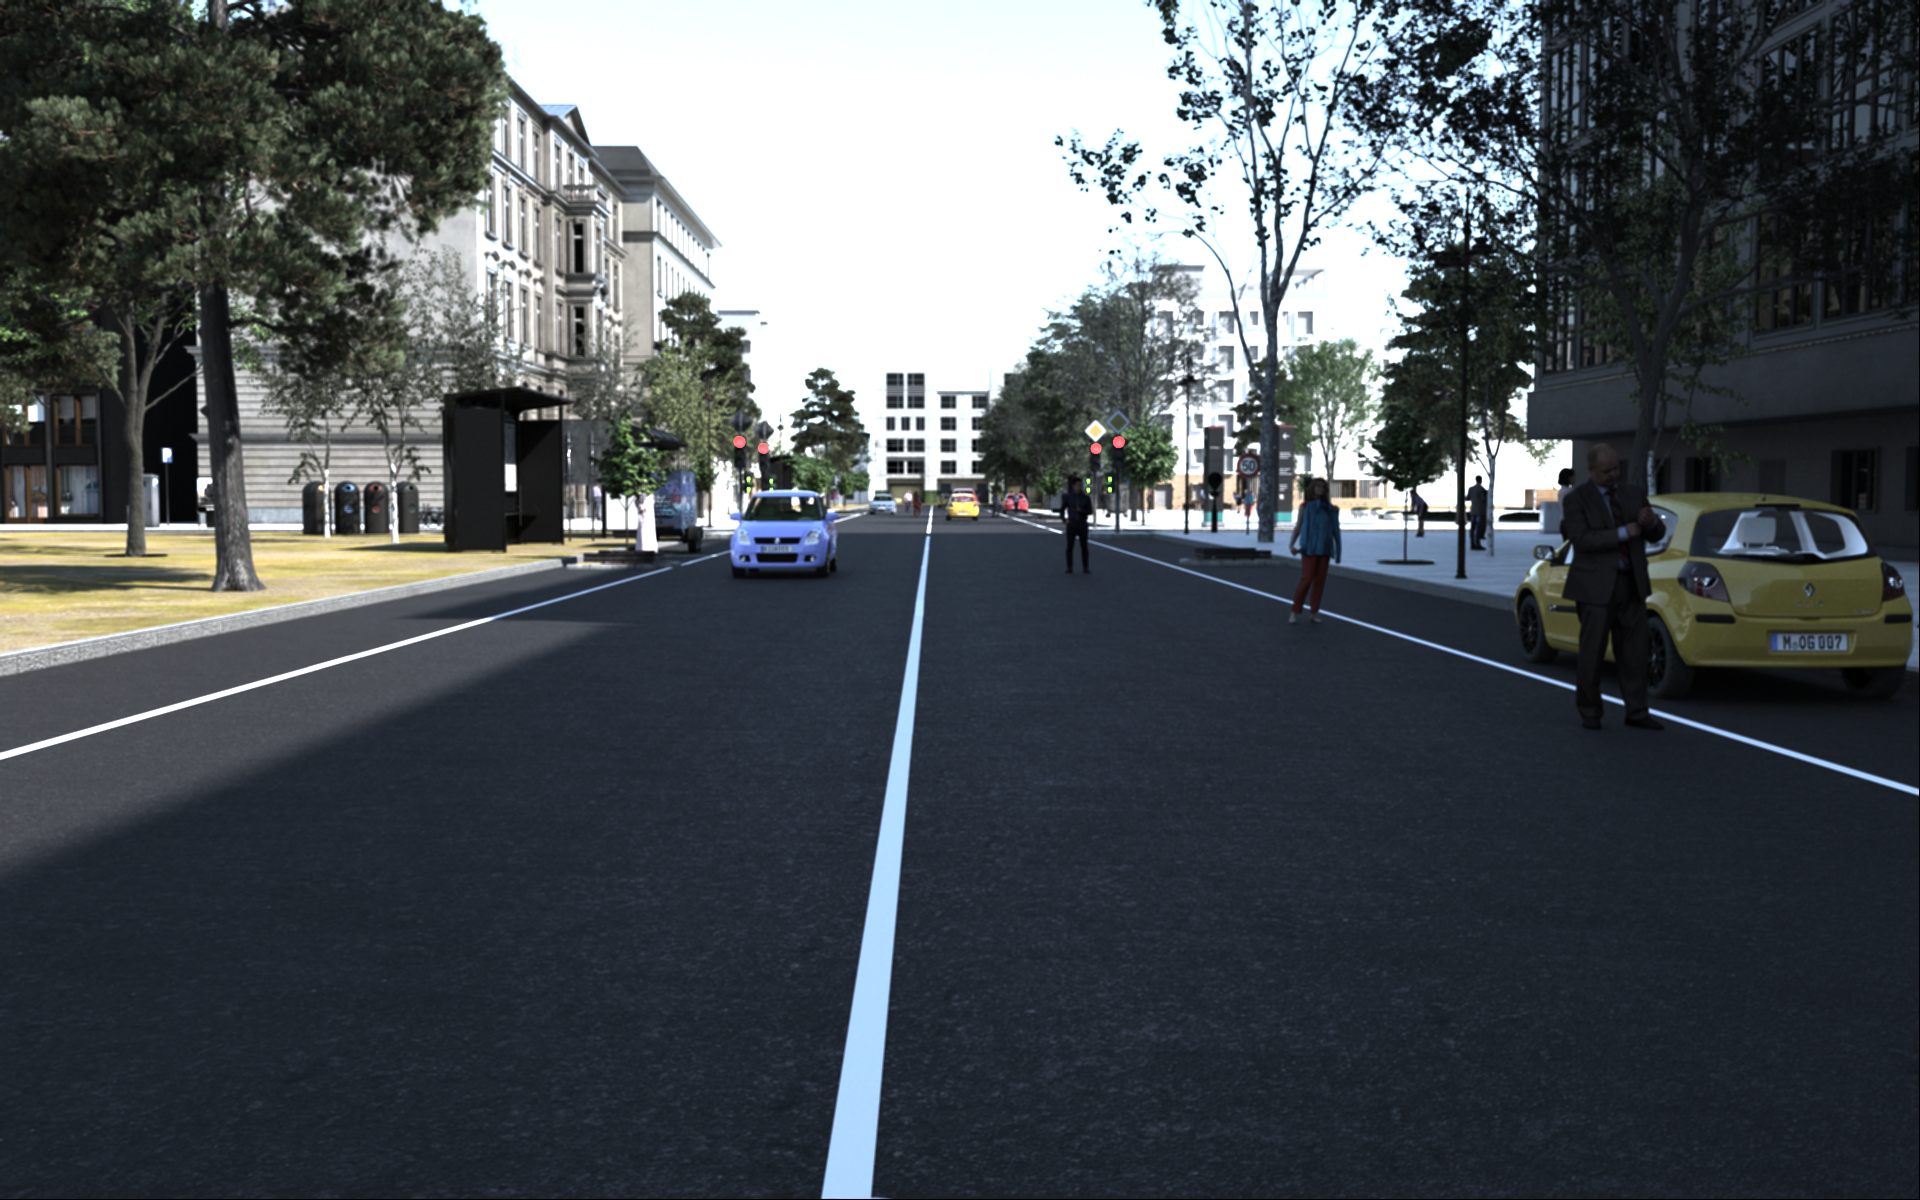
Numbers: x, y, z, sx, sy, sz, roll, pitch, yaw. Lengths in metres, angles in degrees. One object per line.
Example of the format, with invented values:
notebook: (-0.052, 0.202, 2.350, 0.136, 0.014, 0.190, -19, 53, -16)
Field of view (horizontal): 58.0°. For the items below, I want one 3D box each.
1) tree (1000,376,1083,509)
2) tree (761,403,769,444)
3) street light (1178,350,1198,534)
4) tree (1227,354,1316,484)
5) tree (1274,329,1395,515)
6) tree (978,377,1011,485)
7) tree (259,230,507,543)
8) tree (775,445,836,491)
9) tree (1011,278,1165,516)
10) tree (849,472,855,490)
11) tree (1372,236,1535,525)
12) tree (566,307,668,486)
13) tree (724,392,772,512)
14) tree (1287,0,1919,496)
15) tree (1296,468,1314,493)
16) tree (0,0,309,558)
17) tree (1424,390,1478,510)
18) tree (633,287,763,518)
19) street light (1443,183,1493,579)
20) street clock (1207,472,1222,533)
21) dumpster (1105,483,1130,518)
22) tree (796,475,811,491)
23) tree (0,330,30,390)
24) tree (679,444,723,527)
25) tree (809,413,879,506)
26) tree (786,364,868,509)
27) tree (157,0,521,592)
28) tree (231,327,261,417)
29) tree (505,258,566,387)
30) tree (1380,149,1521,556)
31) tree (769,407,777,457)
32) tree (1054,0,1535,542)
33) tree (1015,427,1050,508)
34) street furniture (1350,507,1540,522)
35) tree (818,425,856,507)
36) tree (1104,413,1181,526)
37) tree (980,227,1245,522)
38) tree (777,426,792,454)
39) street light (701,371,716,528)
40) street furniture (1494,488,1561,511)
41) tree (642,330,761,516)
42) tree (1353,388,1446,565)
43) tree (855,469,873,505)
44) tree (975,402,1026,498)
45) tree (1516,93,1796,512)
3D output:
tree: (7.158, -13.532, 147.001, 9.928, 11.665, 9.643, 0, 3, 0)
tree: (-14.743, -9.337, 103.025, 4.737, 8.622, 4.395, 0, 3, 0)
street light: (7.288, -5.061, 55.541, 0.468, 5.910, 1.993, 0, 4, -1)
tree: (24.175, -12.942, 133.653, 6.751, 12.117, 7.091, 0, 3, 0)
tree: (23.202, -11.166, 108.318, 9.928, 11.665, 9.643, 0, 3, 0)
tree: (6.738, -16.603, 178.109, 9.857, 13.997, 8.962, 0, 3, 0)
tree: (-14.847, -5.773, 44.753, 4.360, 8.622, 3.978, 0, 3, 0)
tree: (-11.275, -8.033, 115.060, 4.285, 4.588, 4.351, 0, 3, 0)
tree: (7.698, -12.008, 102.983, 9.857, 13.997, 8.962, 0, 3, 0)
tree: (-10.907, -8.985, 130.626, 4.285, 4.588, 4.351, 0, 3, 0)
tree: (20.934, -9.189, 72.292, 6.751, 12.117, 7.091, 0, 3, 0)
tree: (-13.966, -7.267, 69.179, 4.360, 8.622, 3.978, 0, 3, 0)
tree: (-15.590, -10.790, 126.779, 4.360, 8.622, 3.978, 0, 3, 0)
tree: (8.177, -5.268, 20.552, 8.767, 10.594, 7.601, 0, 4, -1)
tree: (25.436, -8.126, 127.462, 1.663, 3.219, 1.824, 0, 3, 0)
tree: (-16.737, -6.685, 35.050, 9.928, 11.665, 9.643, 0, 3, 0)
tree: (27.921, -9.096, 99.083, 4.360, 8.622, 3.978, 0, 3, 0)
tree: (-13.671, -10.316, 90.717, 6.751, 12.117, 7.091, 0, 3, 0)
street light: (7.617, -3.264, 26.154, 0.468, 5.910, 1.993, 0, 4, -1)
street clock: (8.480, -3.248, 57.677, 0.471, 2.002, 0.358, 0, 4, 4)
dumpster: (8.502, -5.366, 93.490, 1.264, 1.857, 1.865, 0, 4, -1)
tree: (-10.480, -7.664, 119.907, 1.663, 3.219, 1.824, 0, 3, 0)
tree: (-29.815, -6.225, 52.149, 4.360, 8.622, 3.978, 0, 3, 0)
tree: (-10.056, -4.447, 67.304, 1.663, 3.219, 1.824, 0, 3, 0)
tree: (-12.502, -15.388, 186.004, 8.767, 10.594, 7.601, 1, 4, 10)
tree: (-10.995, -13.581, 144.102, 6.751, 12.117, 7.091, 0, 3, 0)
tree: (-9.852, -7.056, 22.794, 7.806, 13.903, 7.818, 0, 3, 0)
tree: (-19.166, -6.185, 51.493, 4.360, 8.622, 3.978, 0, 3, 0)
tree: (-14.360, -6.143, 50.806, 4.360, 8.622, 3.978, 0, 3, 0)
tree: (10.934, -5.224, 35.774, 4.737, 8.622, 4.395, 0, 3, 0)
tree: (-14.671, -9.708, 109.094, 4.737, 8.622, 4.395, 0, 3, 0)
tree: (8.917, -11.678, 46.821, 12.611, 20.169, 13.585, 0, 3, 0)
tree: (6.611, -12.696, 157.948, 4.737, 8.622, 4.395, 0, 3, 0)
street furniture: (23.406, -4.129, 83.138, 5.734, 0.657, 10.072, -2, 4, -29)
tree: (-12.262, -13.739, 174.996, 4.737, 8.622, 4.395, 0, 3, 0)
tree: (7.446, -5.286, 70.133, 4.285, 4.588, 4.351, 0, 3, 0)
tree: (8.132, -10.368, 79.884, 12.009, 13.543, 11.850, 0, 3, 0)
tree: (-15.515, -11.437, 137.351, 4.737, 8.622, 4.395, 0, 3, 0)
street light: (-9.449, -5.655, 65.249, 0.468, 5.910, 1.993, 0, 4, -1)
street furniture: (47.977, -7.920, 136.347, 11.010, 1.723, 9.812, -1, 4, -9)
tree: (-12.303, -7.838, 78.514, 4.737, 8.622, 4.395, 0, 3, 0)
tree: (8.082, -2.280, 31.879, 1.663, 3.219, 1.824, 0, 3, 0)
tree: (-12.270, -14.056, 213.523, 4.285, 4.588, 4.351, 0, 3, 0)
tree: (5.279, -17.810, 209.312, 7.486, 12.596, 7.792, 0, 3, 0)
tree: (12.311, -4.901, 30.486, 4.737, 8.622, 4.395, 0, 3, 0)
